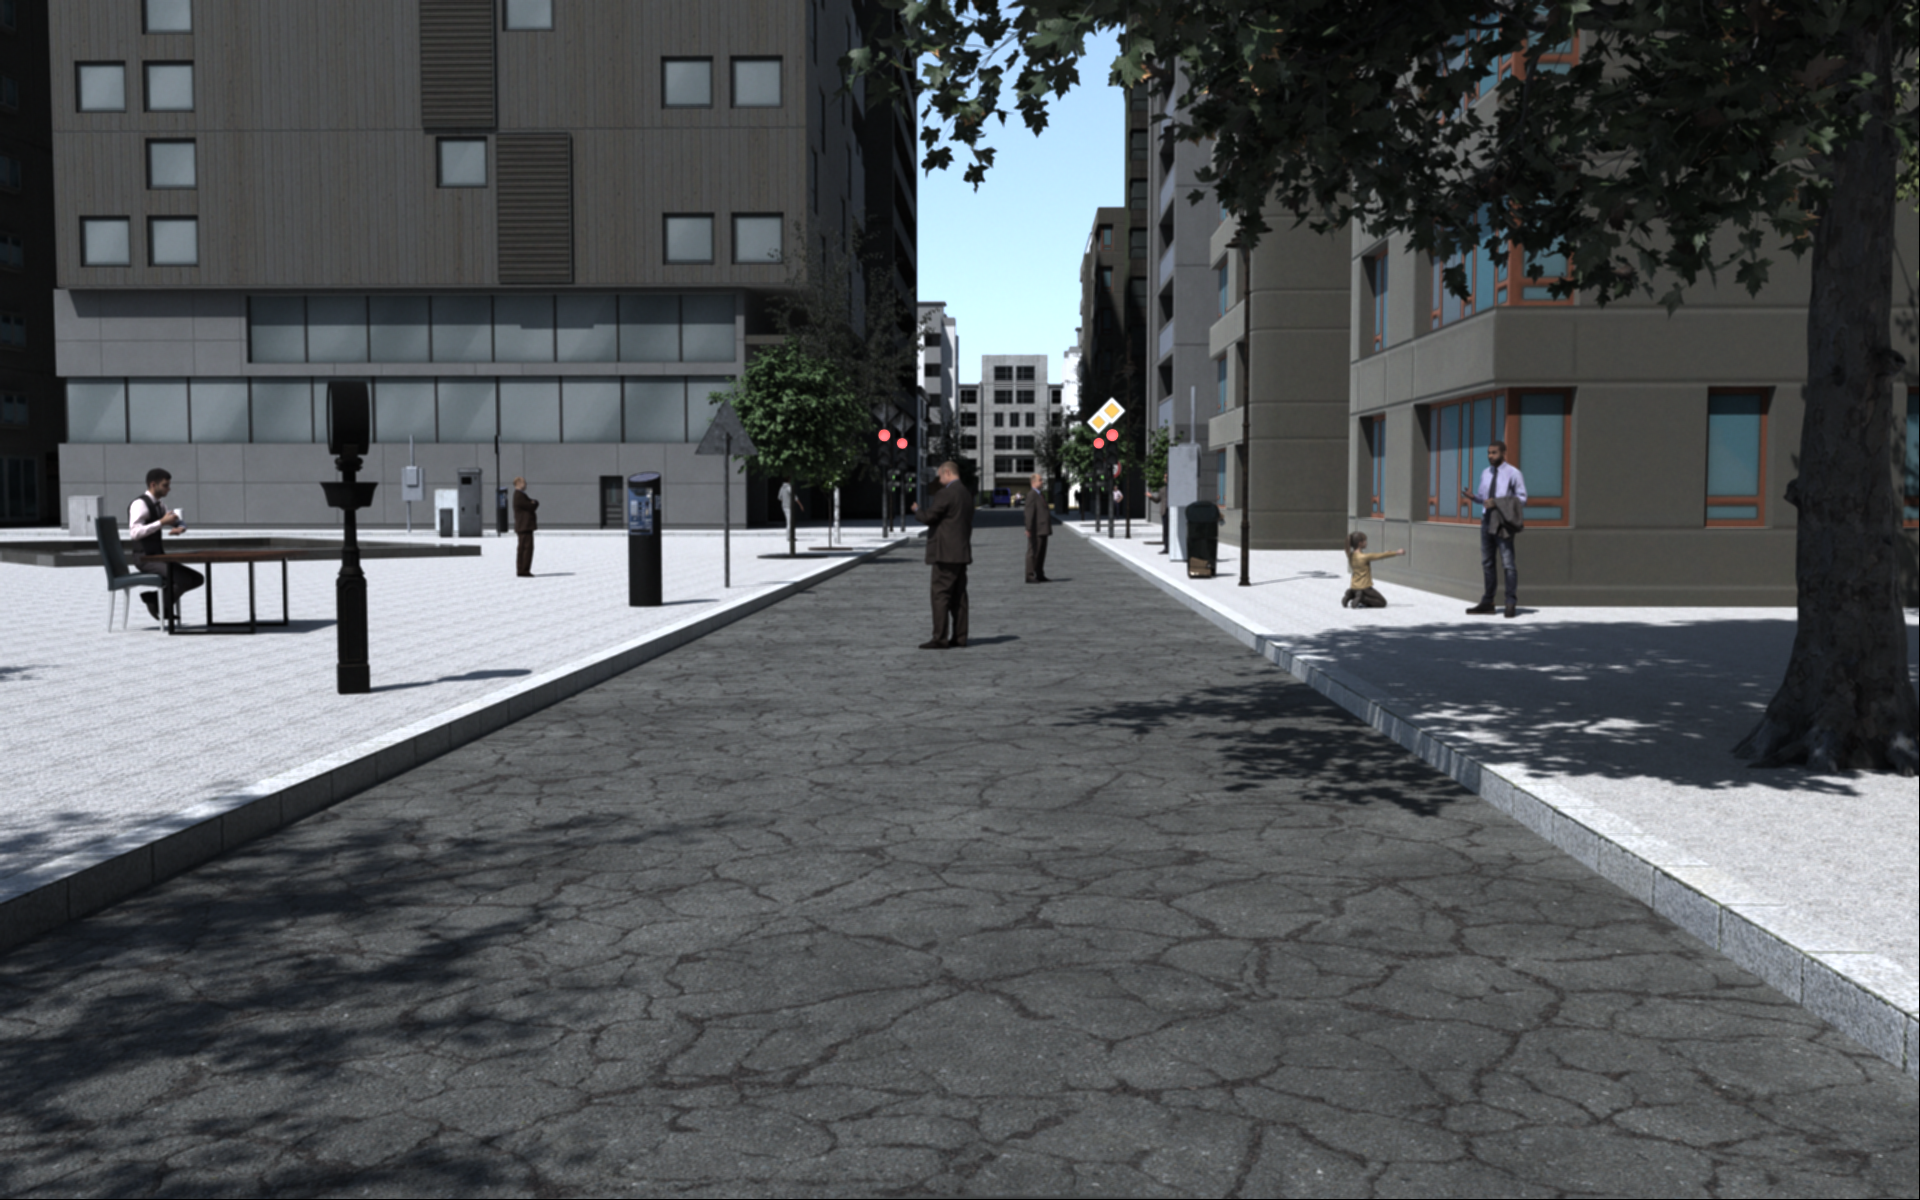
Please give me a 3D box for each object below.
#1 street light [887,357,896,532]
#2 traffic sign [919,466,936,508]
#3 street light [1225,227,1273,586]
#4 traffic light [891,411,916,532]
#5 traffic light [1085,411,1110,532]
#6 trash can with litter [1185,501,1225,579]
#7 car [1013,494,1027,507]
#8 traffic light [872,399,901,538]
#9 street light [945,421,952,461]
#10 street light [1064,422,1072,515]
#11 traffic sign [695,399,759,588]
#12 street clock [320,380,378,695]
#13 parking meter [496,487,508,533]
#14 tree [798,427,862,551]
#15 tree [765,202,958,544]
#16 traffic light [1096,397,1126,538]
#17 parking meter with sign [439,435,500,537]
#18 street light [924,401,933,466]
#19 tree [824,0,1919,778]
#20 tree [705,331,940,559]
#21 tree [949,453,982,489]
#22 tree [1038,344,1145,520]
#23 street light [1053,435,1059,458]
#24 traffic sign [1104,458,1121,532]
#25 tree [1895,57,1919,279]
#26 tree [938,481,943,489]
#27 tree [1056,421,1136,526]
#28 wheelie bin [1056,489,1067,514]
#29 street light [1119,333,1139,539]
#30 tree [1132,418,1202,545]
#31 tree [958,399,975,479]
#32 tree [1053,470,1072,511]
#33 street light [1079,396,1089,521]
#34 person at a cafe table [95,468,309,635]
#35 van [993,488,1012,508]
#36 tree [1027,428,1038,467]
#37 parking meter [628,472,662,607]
[{"bbox_3d":[-2.334,-5.252,58.663,0.468,5.910,1.993,0,4,2],"label":"street light"},{"bbox_3d":[-1.486,-4.869,79.715,0.768,2.556,0.104,0,4,4],"label":"traffic sign"},{"bbox_3d":[3.981,-3.135,24.052,0.468,5.910,1.993,0,4,2],"label":"street light"},{"bbox_3d":[-1.909,-4.250,58.406,0.839,4.253,0.868,0,4,2],"label":"traffic light"},{"bbox_3d":[4.630,-4.238,58.216,0.839,4.253,0.868,0,4,2],"label":"traffic light"},{"bbox_3d":[3.771,-0.932,26.623,0.624,1.170,1.055,0,4,7],"label":"trash can with litter"},{"bbox_3d":[6.764,-10.894,187.896,2.009,1.686,4.222,0,4,0],"label":"car"},{"bbox_3d":[-2.161,-3.762,50.425,0.839,4.253,0.868,0,4,2],"label":"traffic light"},{"bbox_3d":[-0.744,-8.408,110.260,0.468,5.910,1.993,0,4,2],"label":"street light"},{"bbox_3d":[6.672,-8.224,107.258,0.468,5.910,1.993,0,4,2],"label":"street light"},{"bbox_3d":[-3.188,-1.447,23.661,0.884,2.594,0.081,0,4,6],"label":"traffic sign"},{"bbox_3d":[-3.919,-0.401,11.134,0.358,2.002,0.471,-2,4,-24],"label":"street clock"},{"bbox_3d":[-15.315,-3.029,57.932,0.372,1.533,0.369,0,3,0],"label":"parking meter"},{"bbox_3d":[-3.107,-2.750,39.565,1.663,3.219,1.824,0,3,0],"label":"tree"},{"bbox_3d":[-2.947,-5.747,44.322,4.360,8.622,3.978,0,3,0],"label":"tree"},{"bbox_3d":[4.377,-3.750,50.235,0.839,4.253,0.868,0,4,2],"label":"traffic light"},{"bbox_3d":[-14.541,-3.370,51.364,1.738,3.016,0.543,-1,4,-8],"label":"parking meter with sign"},{"bbox_3d":[-1.562,-6.849,84.772,0.468,5.910,1.993,0,4,2],"label":"street light"},{"bbox_3d":[4.140,-5.564,7.976,9.611,12.733,9.660,0,3,0],"label":"tree"},{"bbox_3d":[-3.317,-3.124,34.788,4.285,4.588,4.351,0,3,0],"label":"tree"},{"bbox_3d":[-0.156,-9.089,132.326,4.285,4.588,4.351,0,3,0],"label":"tree"},{"bbox_3d":[6.932,-8.296,85.995,4.360,8.622,3.978,0,3,0],"label":"tree"},{"bbox_3d":[7.343,-9.770,132.533,0.468,5.910,1.993,0,4,2],"label":"street light"},{"bbox_3d":[5.092,-3.594,58.867,0.768,2.556,0.104,0,4,5],"label":"traffic sign"},{"bbox_3d":[10.042,-4.023,16.141,4.737,8.622,4.395,0,3,0],"label":"tree"},{"bbox_3d":[-1.022,-8.789,138.294,1.663,3.219,1.824,0,3,0],"label":"tree"},{"bbox_3d":[5.525,-5.242,69.419,4.285,4.588,4.351,0,3,0],"label":"tree"},{"bbox_3d":[6.663,-6.449,113.341,0.693,1.594,0.980,1,4,13],"label":"wheelie bin"},{"bbox_3d":[4.851,-4.714,49.856,0.468,5.910,1.993,0,4,2],"label":"street light"},{"bbox_3d":[5.211,-3.033,44.186,1.663,3.219,1.824,0,3,0],"label":"tree"},{"bbox_3d":[-0.774,-10.782,126.643,4.360,8.622,3.978,0,3,0],"label":"tree"},{"bbox_3d":[8.072,-8.601,135.230,1.663,3.219,1.824,0,3,0],"label":"tree"},{"bbox_3d":[5.841,-6.688,82.136,0.468,5.910,1.993,0,4,2],"label":"street light"},{"bbox_3d":[-7.187,-0.473,16.255,1.622,1.524,1.698,0,4,-5],"label":"person at a cafe table"},{"bbox_3d":[4.393,-10.952,183.444,2.240,2.365,5.245,0,4,1],"label":"van"},{"bbox_3d":[7.750,-11.642,140.711,4.360,8.622,3.978,0,3,0],"label":"tree"},{"bbox_3d":[-3.606,-0.698,19.824,0.372,1.533,0.369,0,3,0],"label":"parking meter"}]
